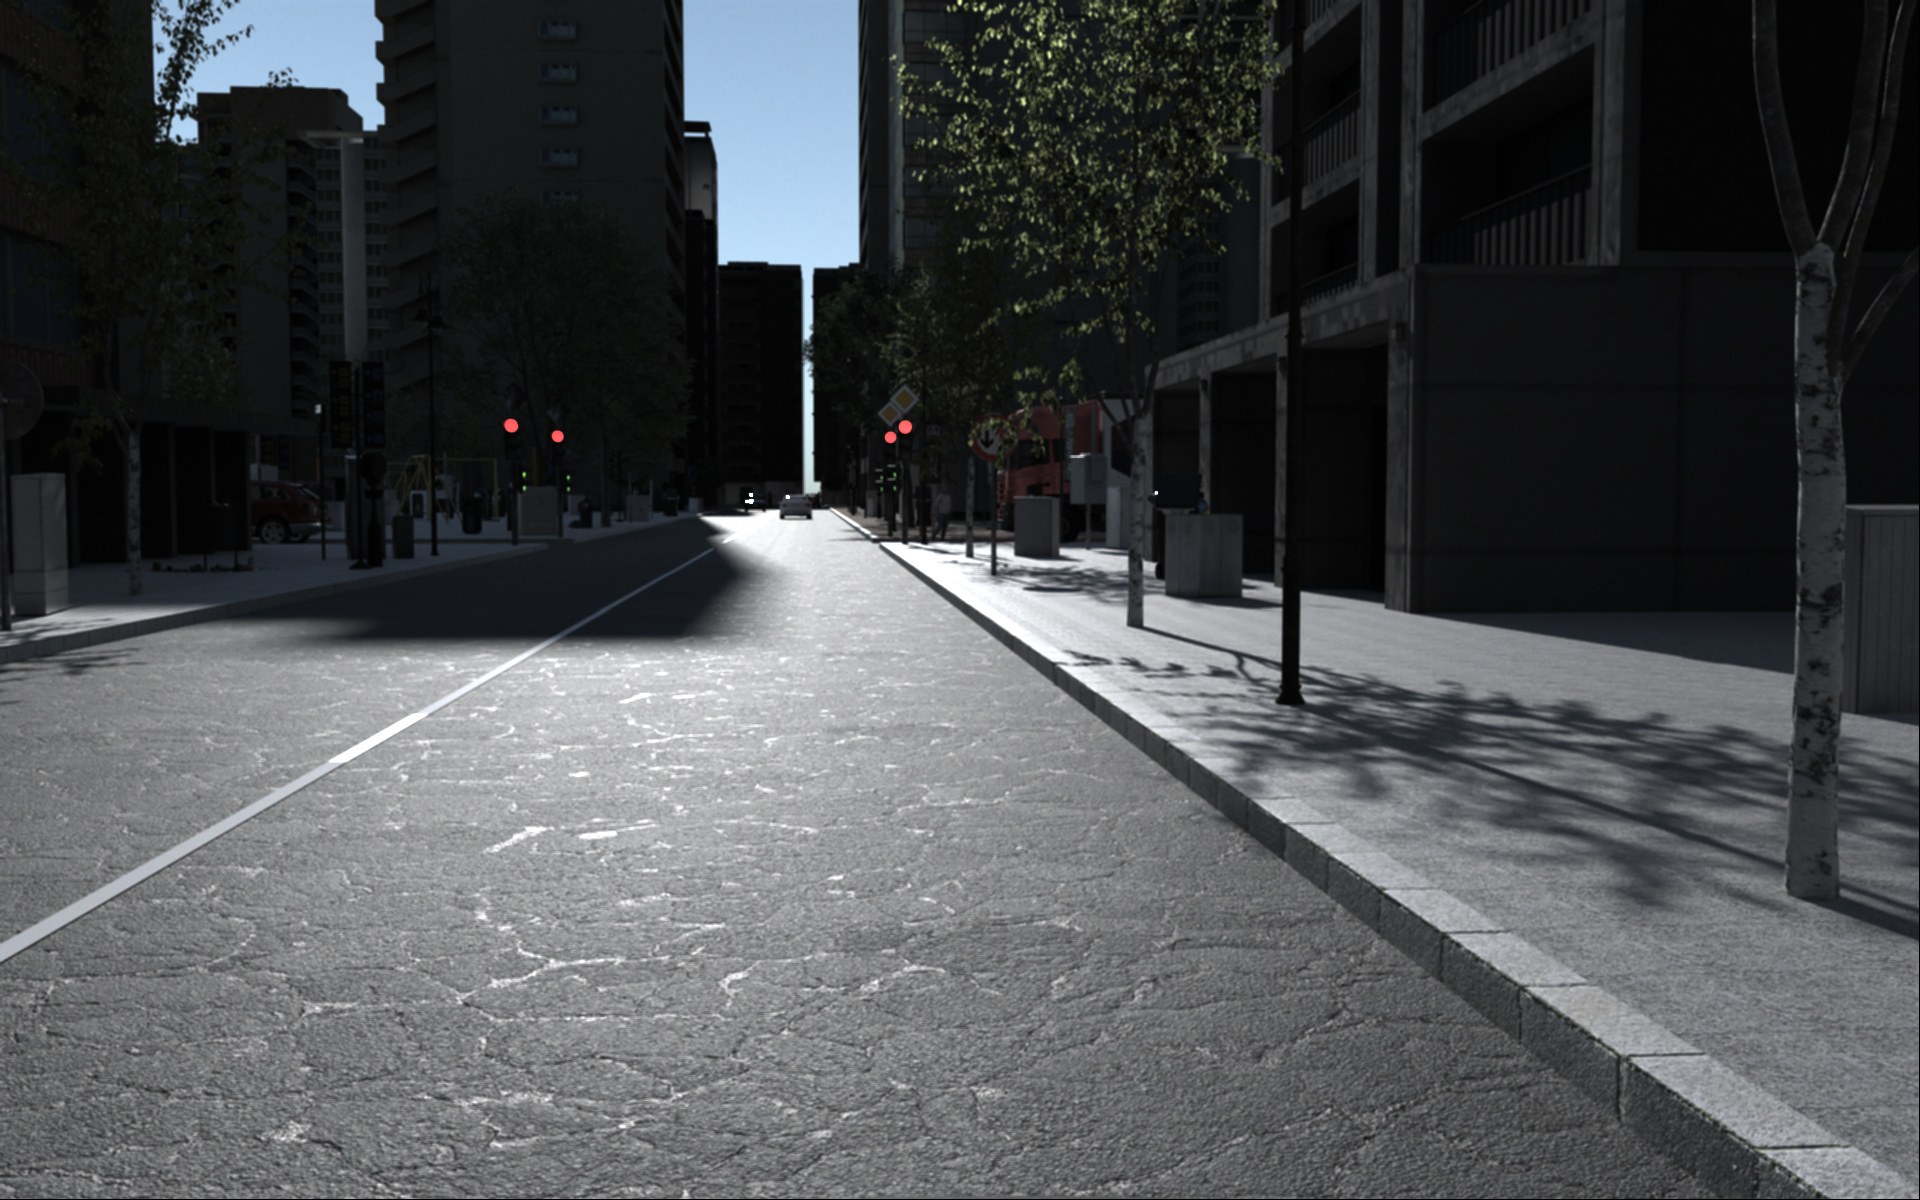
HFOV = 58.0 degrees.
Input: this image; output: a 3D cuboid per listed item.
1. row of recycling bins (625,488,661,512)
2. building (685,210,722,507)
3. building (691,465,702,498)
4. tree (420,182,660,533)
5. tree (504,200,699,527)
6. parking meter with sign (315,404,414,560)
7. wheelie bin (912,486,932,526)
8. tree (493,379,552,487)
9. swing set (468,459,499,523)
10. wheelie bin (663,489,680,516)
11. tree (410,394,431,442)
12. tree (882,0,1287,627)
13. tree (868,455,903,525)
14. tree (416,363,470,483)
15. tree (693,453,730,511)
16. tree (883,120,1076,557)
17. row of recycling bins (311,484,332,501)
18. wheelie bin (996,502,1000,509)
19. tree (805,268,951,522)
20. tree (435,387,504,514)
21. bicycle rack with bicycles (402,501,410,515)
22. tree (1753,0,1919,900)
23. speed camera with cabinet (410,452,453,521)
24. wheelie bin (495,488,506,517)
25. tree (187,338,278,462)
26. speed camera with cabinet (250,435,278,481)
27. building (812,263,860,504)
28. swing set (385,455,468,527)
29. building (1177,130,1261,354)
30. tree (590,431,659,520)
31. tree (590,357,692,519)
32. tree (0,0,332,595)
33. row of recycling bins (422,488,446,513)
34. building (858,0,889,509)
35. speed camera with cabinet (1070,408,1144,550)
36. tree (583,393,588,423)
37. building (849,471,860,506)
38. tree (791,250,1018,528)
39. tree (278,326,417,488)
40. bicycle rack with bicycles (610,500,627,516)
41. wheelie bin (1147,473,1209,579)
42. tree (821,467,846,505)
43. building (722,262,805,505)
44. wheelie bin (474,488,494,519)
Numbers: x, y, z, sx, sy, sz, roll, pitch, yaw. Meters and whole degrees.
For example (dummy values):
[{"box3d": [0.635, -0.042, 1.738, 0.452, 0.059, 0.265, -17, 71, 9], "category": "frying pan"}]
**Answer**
[{"box3d": [-22.793, -7.155, 124.098, 3.534, 1.692, 1.069, 3, 4, 37], "category": "row of recycling bins"}, {"box3d": [-31.784, -24.623, 174.286, 14.160, 30.474, 14.107, 0, 4, -5], "category": "building"}, {"box3d": [-34.009, -43.866, 155.458, 20.563, 71.187, 20.611, 0, 4, -5], "category": "building"}, {"box3d": [-13.805, -8.040, 57.205, 9.928, 11.665, 9.643, 0, 3, 0], "category": "tree"}, {"box3d": [-14.300, -9.146, 67.658, 7.486, 12.596, 7.792, 0, 3, 0], "category": "tree"}, {"box3d": [-11.734, -2.321, 34.210, 1.738, 3.016, 0.543, -2, 4, -31], "category": "parking meter with sign"}, {"box3d": [-1.525, -3.802, 70.063, 0.980, 1.594, 0.693, -1, 4, -10], "category": "wheelie bin"}, {"box3d": [-26.507, -9.552, 106.537, 4.360, 8.622, 3.978, 0, 3, 0], "category": "tree"}, {"box3d": [-21.965, -4.855, 76.997, 3.119, 2.851, 2.862, -1, 4, -18], "category": "swing set"}, {"box3d": [-16.573, -5.599, 99.452, 0.980, 1.594, 0.693, 0, 4, -5], "category": "wheelie bin"}, {"box3d": [-35.645, -9.618, 107.618, 4.737, 8.622, 4.395, 0, 3, 0], "category": "tree"}, {"box3d": [1.596, -4.062, 16.784, 4.360, 8.622, 3.978, 0, 3, 0], "category": "tree"}, {"box3d": [-2.829, -4.788, 72.887, 1.663, 3.219, 1.824, 0, 3, 0], "category": "tree"}, {"box3d": [-30.007, -9.047, 98.277, 4.360, 8.622, 3.978, 0, 3, 0], "category": "tree"}, {"box3d": [-19.643, -9.259, 135.098, 4.285, 4.588, 4.351, 0, 3, 0], "category": "tree"}, {"box3d": [0.269, -5.185, 35.136, 4.737, 8.622, 4.395, 0, 3, 0], "category": "tree"}, {"box3d": [-26.045, -3.863, 70.279, 1.069, 1.692, 3.534, -1, 4, -17], "category": "row of recycling bins"}, {"box3d": [1.856, -3.972, 72.848, 0.693, 1.594, 0.980, 1, 4, 13], "category": "wheelie bin"}, {"box3d": [-3.540, -9.475, 80.669, 9.928, 11.665, 9.643, 0, 3, 0], "category": "tree"}, {"box3d": [-33.138, -10.023, 114.244, 4.737, 8.622, 4.395, 0, 3, 0], "category": "tree"}, {"box3d": [-30.295, -4.897, 93.446, 2.852, 0.926, 2.925, 0, 4, -3], "category": "bicycle rack with bicycles"}, {"box3d": [2.718, -3.345, 5.046, 4.360, 8.622, 3.978, 0, 3, 0], "category": "tree"}, {"box3d": [-24.956, -5.344, 81.713, 2.038, 3.252, 0.660, 1, 4, 20], "category": "speed camera with cabinet"}, {"box3d": [-25.552, -5.390, 96.039, 0.693, 1.594, 0.980, -2, 4, -35], "category": "wheelie bin"}, {"box3d": [-34.166, -8.024, 81.560, 4.360, 8.622, 3.978, 0, 3, 0], "category": "tree"}, {"box3d": [-20.947, -3.599, 53.187, 2.038, 3.252, 0.660, 2, 4, 34], "category": "speed camera with cabinet"}, {"box3d": [-11.681, -27.395, 219.613, 14.107, 30.474, 14.160, 0, 4, -5], "category": "building"}, {"box3d": [-21.852, -4.439, 70.191, 2.862, 2.851, 3.119, -2, 4, -28], "category": "swing set"}, {"box3d": [34.851, -30.365, 188.344, 23.993, 40.220, 32.217, 0, 4, -5], "category": "building"}, {"box3d": [-16.348, -6.182, 84.782, 4.285, 4.588, 4.351, 0, 3, 0], "category": "tree"}, {"box3d": [-16.123, -8.578, 90.612, 4.737, 8.622, 4.395, 0, 3, 0], "category": "tree"}, {"box3d": [-10.437, -4.383, 22.022, 4.737, 8.622, 4.395, 0, 3, 0], "category": "tree"}, {"box3d": [-36.768, -6.980, 121.239, 1.069, 1.692, 3.534, 0, 4, 0], "category": "row of recycling bins"}, {"box3d": [2.898, -31.499, 138.713, 21.300, 48.544, 21.600, 0, 4, -5], "category": "building"}, {"box3d": [3.538, -2.817, 40.389, 2.038, 3.252, 0.660, -2, 4, -34], "category": "speed camera with cabinet"}, {"box3d": [-19.273, -9.032, 98.030, 4.737, 8.622, 4.395, 0, 3, 0], "category": "tree"}, {"box3d": [-1.824, -45.980, 190.031, 20.563, 71.187, 20.611, 0, 4, -5], "category": "building"}, {"box3d": [-1.920, -8.038, 65.833, 8.767, 10.594, 7.601, -1, 4, -18], "category": "tree"}, {"box3d": [-26.628, -7.653, 75.488, 4.360, 8.622, 3.978, 0, 3, 0], "category": "tree"}, {"box3d": [-19.821, -5.412, 101.861, 2.852, 0.926, 2.925, -1, 4, -17], "category": "bicycle rack with bicycles"}, {"box3d": [3.315, -1.122, 26.250, 0.980, 1.594, 0.693, 1, 4, 21], "category": "wheelie bin"}, {"box3d": [-14.890, -13.493, 204.331, 4.285, 4.588, 4.351, 0, 3, 0], "category": "tree"}, {"box3d": [-26.753, -27.321, 218.395, 14.107, 30.474, 14.160, 0, 4, -5], "category": "building"}, {"box3d": [-24.278, -4.903, 88.071, 0.693, 1.594, 0.980, 0, 4, 5], "category": "wheelie bin"}]
